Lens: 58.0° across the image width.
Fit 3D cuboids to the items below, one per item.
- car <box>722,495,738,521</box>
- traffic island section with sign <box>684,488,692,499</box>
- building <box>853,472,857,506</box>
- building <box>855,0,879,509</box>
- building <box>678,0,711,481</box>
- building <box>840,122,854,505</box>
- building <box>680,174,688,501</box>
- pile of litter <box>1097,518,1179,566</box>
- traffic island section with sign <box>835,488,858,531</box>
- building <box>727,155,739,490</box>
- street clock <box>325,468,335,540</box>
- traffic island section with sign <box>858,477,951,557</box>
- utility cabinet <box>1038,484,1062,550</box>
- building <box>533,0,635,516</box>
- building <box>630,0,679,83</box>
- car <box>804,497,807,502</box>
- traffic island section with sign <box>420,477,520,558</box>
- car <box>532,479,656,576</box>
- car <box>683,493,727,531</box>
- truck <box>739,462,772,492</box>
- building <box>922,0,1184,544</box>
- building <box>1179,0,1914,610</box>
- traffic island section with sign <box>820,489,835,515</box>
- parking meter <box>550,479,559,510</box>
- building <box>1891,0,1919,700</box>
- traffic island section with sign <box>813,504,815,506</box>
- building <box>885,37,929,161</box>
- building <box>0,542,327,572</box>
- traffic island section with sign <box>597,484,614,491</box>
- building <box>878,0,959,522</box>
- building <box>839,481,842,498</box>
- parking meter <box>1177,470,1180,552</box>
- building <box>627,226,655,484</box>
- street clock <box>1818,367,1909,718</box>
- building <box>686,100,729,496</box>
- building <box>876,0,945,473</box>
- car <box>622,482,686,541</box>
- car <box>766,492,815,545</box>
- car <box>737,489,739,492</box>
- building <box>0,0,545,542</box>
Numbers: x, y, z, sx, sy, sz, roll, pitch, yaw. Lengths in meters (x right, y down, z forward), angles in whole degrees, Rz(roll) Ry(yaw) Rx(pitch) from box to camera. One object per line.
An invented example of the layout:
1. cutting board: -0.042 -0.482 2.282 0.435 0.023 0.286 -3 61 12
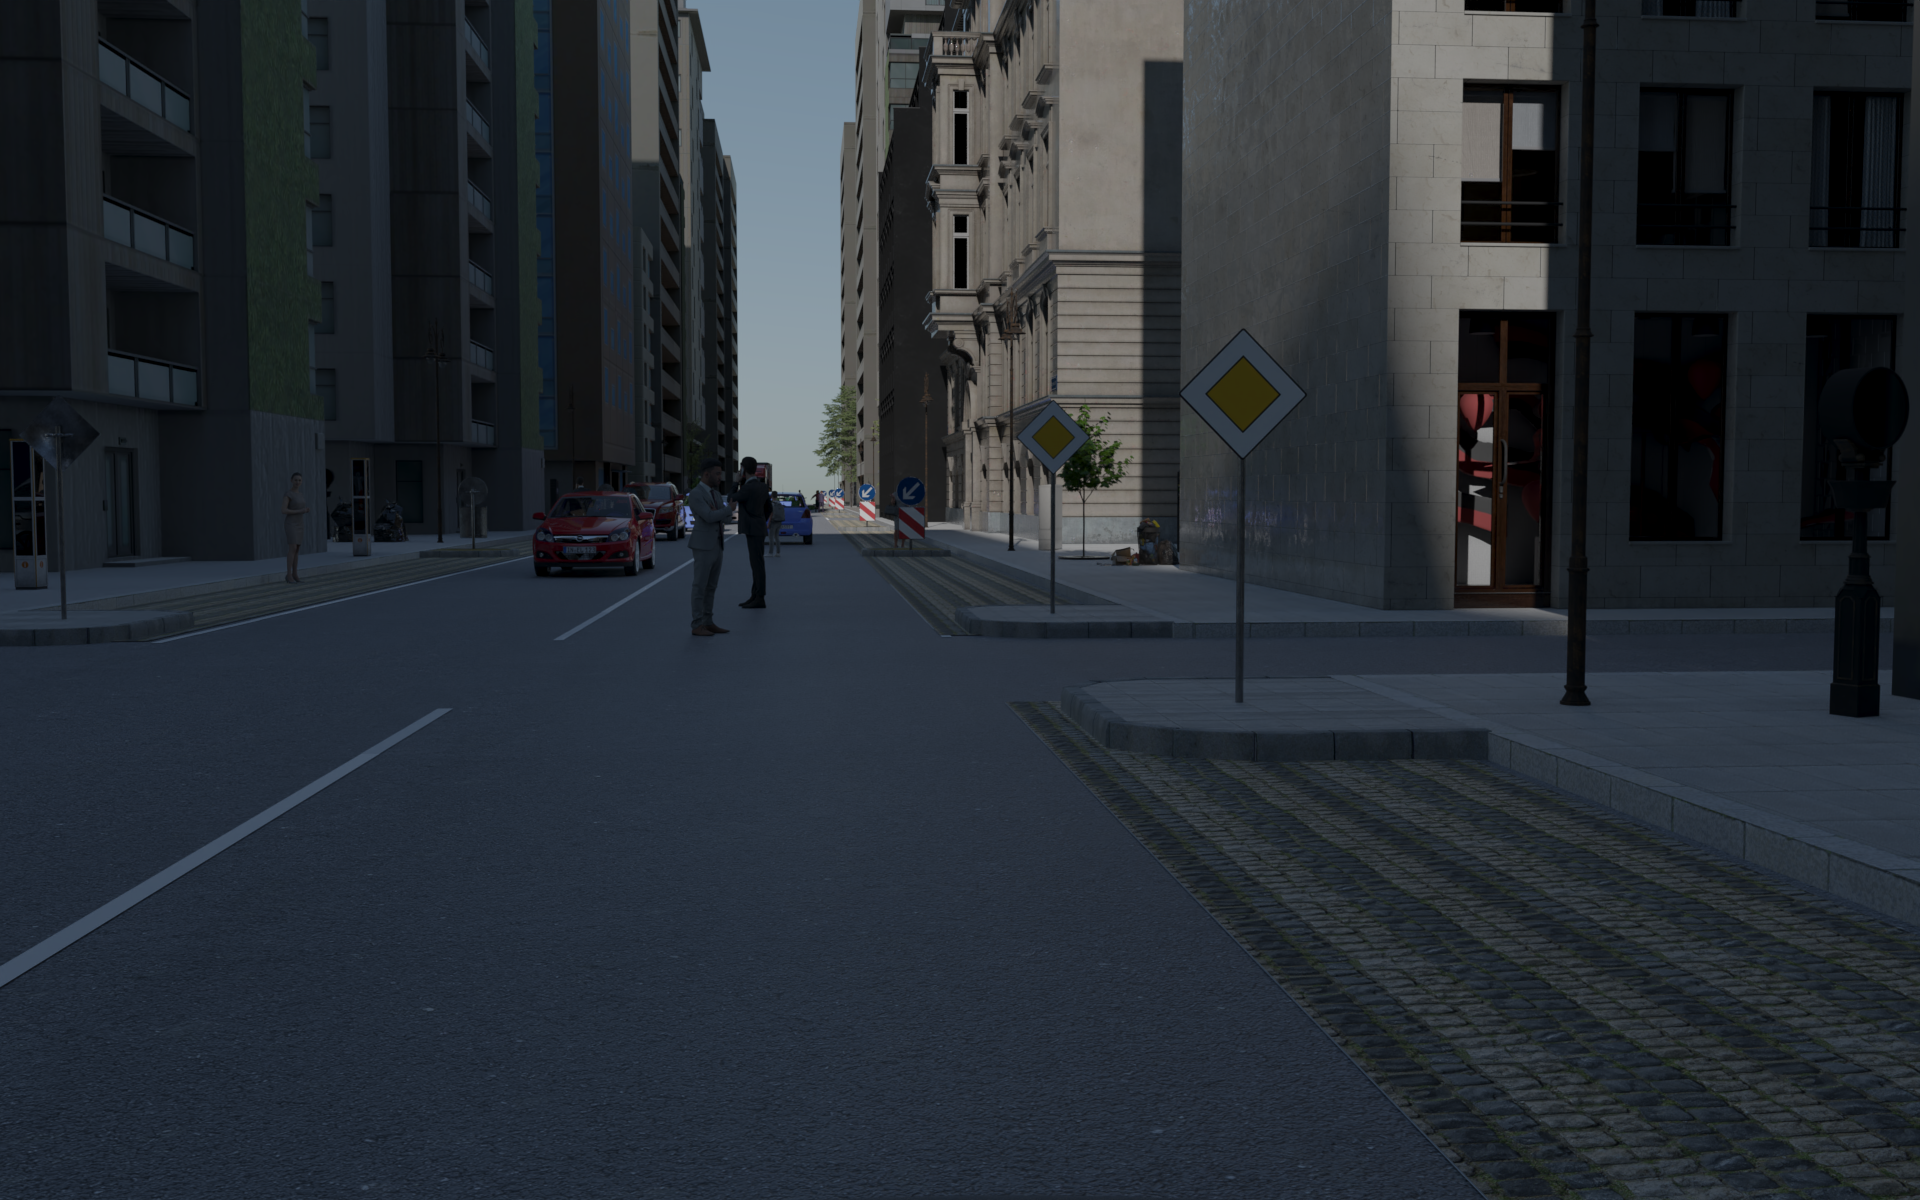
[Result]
1. car: -11.338 -4.418 84.591 2.083 1.381 4.827 0 4 -5
2. traffic island section with sign: -18.157 -6.581 116.223 1.989 1.847 2.006 0 4 -5
3. building: -1.819 -46.272 194.795 20.563 71.187 20.611 0 4 -5
4. building: 1.430 -32.740 159.004 21.300 48.544 21.600 0 4 -5
5. building: -41.827 -36.587 187.430 28.713 52.752 27.495 0 4 -5
6. building: -3.999 -36.254 216.455 21.300 48.544 21.600 0 4 -5
7. building: -31.108 -23.080 149.060 14.160 30.474 14.107 0 4 -5
8. pile of litter: 3.260 -1.069 31.441 1.719 0.858 1.176 -1 4 -9
9. traffic island section with sign: -3.752 -3.599 67.468 1.989 1.847 2.006 0 4 -5
10. building: -41.223 -37.362 234.572 21.300 48.544 21.600 0 4 -5
11. street clock: -17.875 -2.706 48.806 0.471 2.002 0.358 0 4 -7
12. traffic island section with sign: -1.288 -1.932 40.224 1.989 1.847 2.006 0 4 -5
13. utility cabinet: 2.072 -1.904 39.812 0.318 1.500 1.173 1 4 16
14. building: -22.554 -26.181 78.169 14.600 45.320 14.200 0 4 -5
15. building: -32.522 -30.970 130.068 21.300 48.544 21.600 0 4 -5
16. car: -18.922 -11.778 202.360 2.009 1.686 4.222 0 4 -4
17. traffic island section with sign: -11.198 -1.902 39.728 1.989 1.847 2.006 0 4 -5
18. car: -6.633 -1.382 31.643 2.155 1.783 4.494 0 4 -4
19. car: -9.949 -3.492 66.690 1.945 1.707 3.694 0 4 -6
20. truck: -18.258 -10.144 154.768 2.839 4.237 11.283 0 4 -3
21. building: 6.019 -14.783 60.786 14.460 24.649 34.723 0 4 -5
22. building: 12.574 -10.376 24.398 16.860 20.320 10.420 0 4 -5
23. traffic island section with sign: -8.308 -6.661 117.538 1.989 1.847 2.006 0 4 -5
24. parking meter: -15.623 -3.732 66.724 0.255 1.863 0.399 0 4 2
25. building: 17.504 -23.021 0.102 21.300 48.544 21.600 0 4 -5
26. traffic island section with sign: -15.813 -11.703 199.978 1.989 1.847 2.006 0 4 -5
27. building: 2.018 -20.945 114.159 14.160 30.474 14.107 0 4 -5
28. building: -20.383 -21.166 29.661 14.154 41.232 14.086 0 4 -5
29. traffic island section with sign: -13.691 -3.572 67.028 1.989 1.847 2.006 0 4 -5
30. building: 2.444 -15.694 86.282 12.332 23.373 15.834 0 4 -5
31. building: -0.657 -33.561 240.602 32.217 40.220 23.993 0 4 -5
32. parking meter: 4.950 -1.982 38.112 0.255 1.863 0.399 2 4 26
33. building: -33.855 -15.928 105.466 27.650 21.520 28.899 0 4 -5
34. street clock: 5.186 -0.331 9.983 0.471 2.002 0.358 -2 4 -24
35. building: -40.163 -36.032 212.830 21.300 48.544 21.600 0 4 -5
36. building: 7.431 -33.369 134.817 28.713 52.752 27.495 0 4 -5
37. car: -9.782 -2.801 54.477 2.281 1.827 5.304 0 4 -5
38. car: -5.156 -2.488 50.276 1.945 1.707 3.694 0 4 -7
39. car: -17.513 -8.116 141.376 2.281 1.827 5.304 0 4 -5
40. building: -21.909 -22.787 56.159 14.154 41.232 14.086 0 4 -5
